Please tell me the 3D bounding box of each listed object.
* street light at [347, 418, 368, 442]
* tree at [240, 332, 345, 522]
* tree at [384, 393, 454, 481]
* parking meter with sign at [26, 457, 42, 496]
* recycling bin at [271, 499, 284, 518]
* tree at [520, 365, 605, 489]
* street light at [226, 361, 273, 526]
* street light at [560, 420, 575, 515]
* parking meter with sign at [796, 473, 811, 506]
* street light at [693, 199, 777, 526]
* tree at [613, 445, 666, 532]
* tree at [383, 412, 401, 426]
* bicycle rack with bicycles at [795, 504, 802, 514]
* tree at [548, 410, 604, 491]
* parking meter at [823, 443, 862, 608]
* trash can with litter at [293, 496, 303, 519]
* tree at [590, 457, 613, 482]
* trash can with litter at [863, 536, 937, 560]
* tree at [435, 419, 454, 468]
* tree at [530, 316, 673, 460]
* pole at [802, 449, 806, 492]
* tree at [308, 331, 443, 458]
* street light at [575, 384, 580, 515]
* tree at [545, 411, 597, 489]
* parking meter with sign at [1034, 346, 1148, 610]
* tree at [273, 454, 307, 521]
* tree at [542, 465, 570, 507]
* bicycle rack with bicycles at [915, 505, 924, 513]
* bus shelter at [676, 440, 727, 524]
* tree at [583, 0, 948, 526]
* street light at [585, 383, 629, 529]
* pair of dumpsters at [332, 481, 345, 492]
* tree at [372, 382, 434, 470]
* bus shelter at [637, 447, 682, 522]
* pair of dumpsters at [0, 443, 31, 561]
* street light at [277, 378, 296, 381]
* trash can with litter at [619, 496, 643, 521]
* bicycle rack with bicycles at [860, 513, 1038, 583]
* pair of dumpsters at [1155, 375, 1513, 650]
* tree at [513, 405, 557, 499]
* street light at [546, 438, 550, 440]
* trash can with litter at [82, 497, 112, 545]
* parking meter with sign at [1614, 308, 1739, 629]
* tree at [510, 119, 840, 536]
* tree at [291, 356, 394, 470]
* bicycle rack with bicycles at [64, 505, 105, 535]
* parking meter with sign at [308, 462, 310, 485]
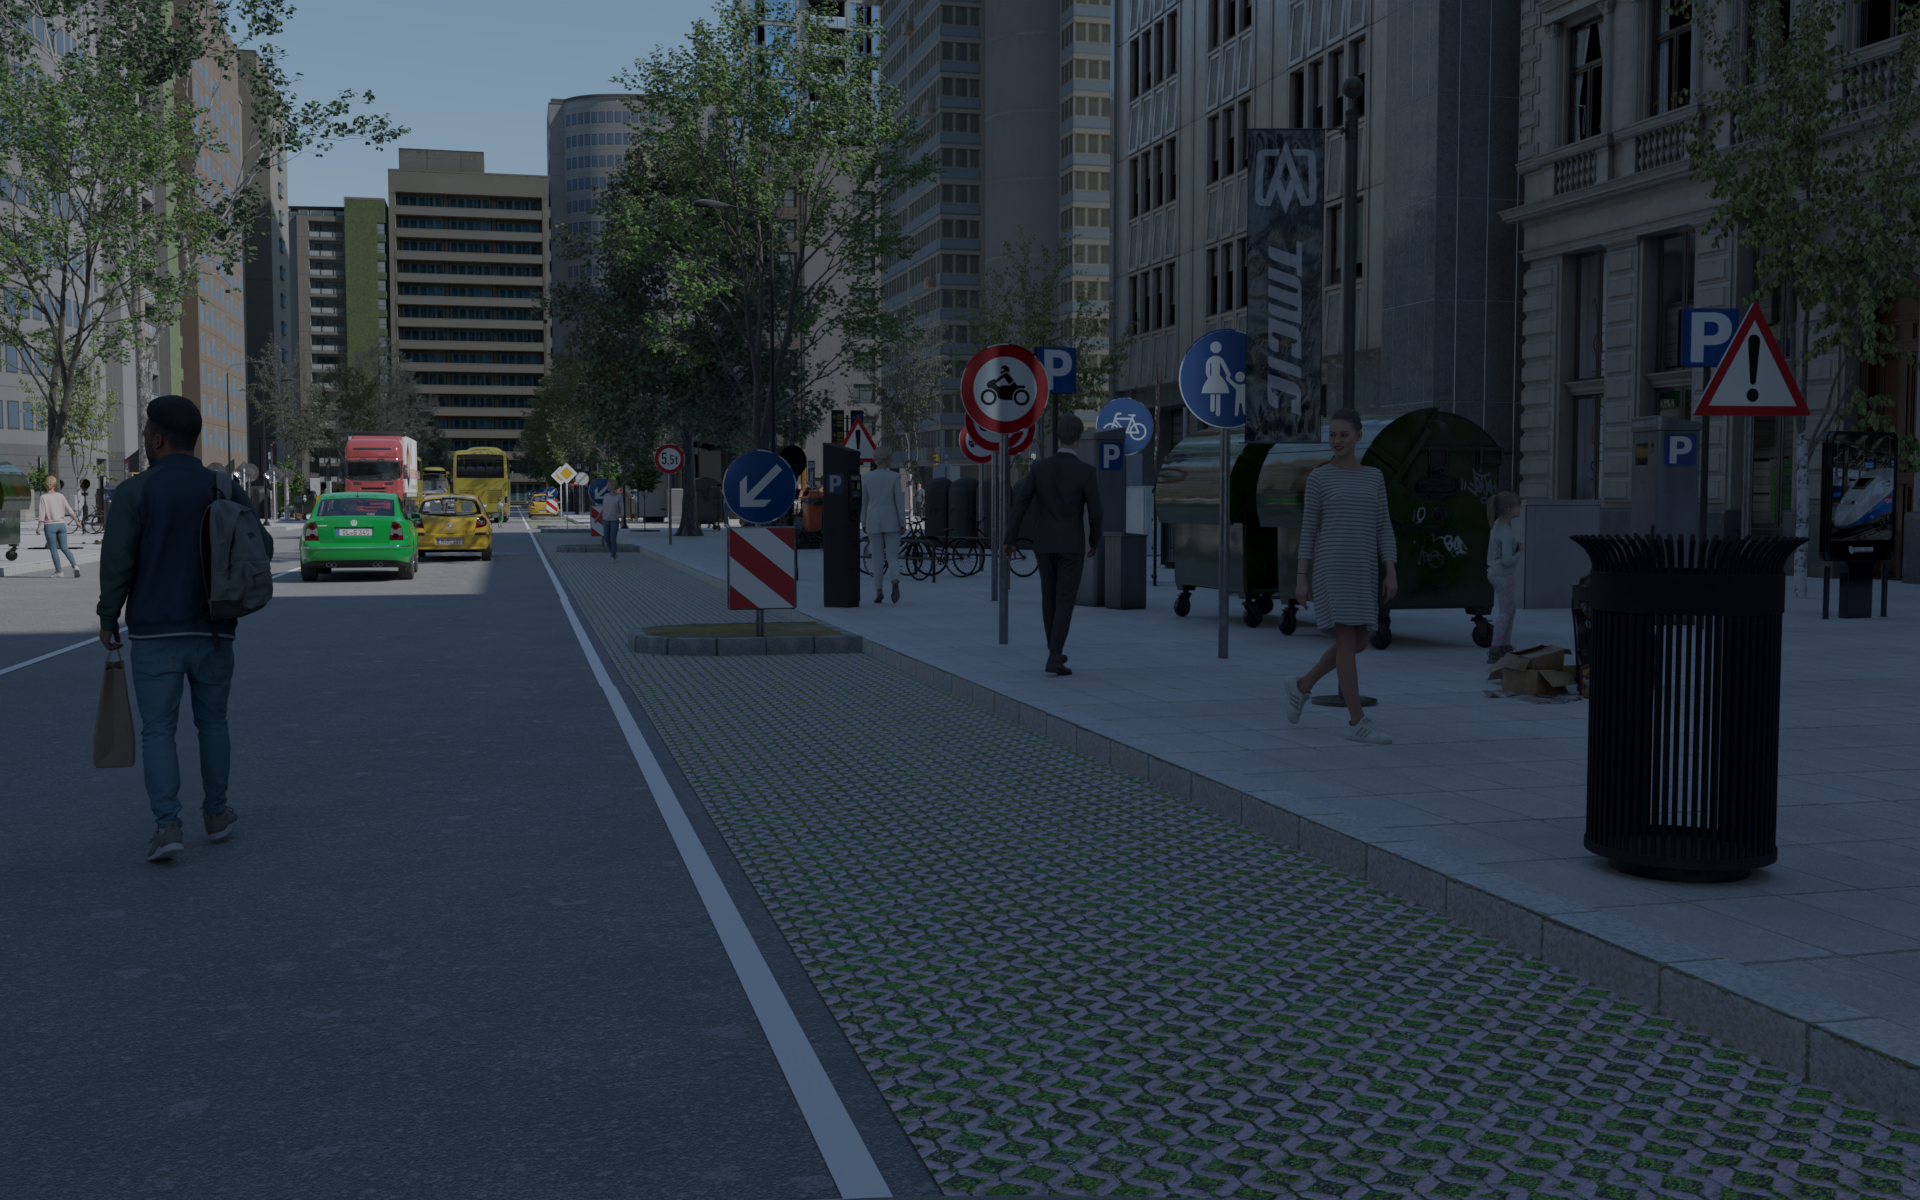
[{"bbox_3d":[-36.563,-8.106,105.078,1.470,5.913,1.316,-1,4,-14],"label":"street light"},{"bbox_3d":[-30.778,-7.909,79.678,4.360,8.622,3.978,0,3,0],"label":"tree"},{"bbox_3d":[-60.469,-16.784,191.423,9.611,12.733,9.660,0,3,0],"label":"tree"},{"bbox_3d":[-43.850,-5.173,80.840,1.738,3.016,0.543,-2,4,-23],"label":"parking meter with sign"},{"bbox_3d":[-37.634,-5.050,95.125,0.722,1.027,0.722,1,4,17],"label":"recycling bin"},{"bbox_3d":[-35.113,-14.320,152.256,7.486,12.596,7.792,0,3,0],"label":"tree"},{"bbox_3d":[-24.961,-5.381,60.522,1.470,5.913,1.316,-1,4,-14],"label":"street light"},{"bbox_3d":[-24.542,-8.300,108.253,1.470,5.913,1.316,-1,4,-14],"label":"street light"},{"bbox_3d":[-9.252,-6.571,103.701,0.543,3.016,1.738,-1,4,-23],"label":"parking meter with sign"},{"bbox_3d":[-3.528,-3.368,27.604,1.470,5.913,1.316,-1,4,-14],"label":"street light"},{"bbox_3d":[-10.829,-3.955,59.260,1.663,3.219,1.824,0,3,0],"label":"tree"},{"bbox_3d":[-49.984,-12.290,151.296,4.360,8.622,3.978,0,3,0],"label":"tree"},{"bbox_3d":[-11.826,-6.659,122.252,2.925,0.926,2.852,-1,4,-12],"label":"bicycle rack with bicycles"},{"bbox_3d":[-29.878,-11.252,134.326,4.360,8.622,3.978,0,3,0],"label":"tree"},{"bbox_3d":[-1.332,-0.851,19.632,0.399,1.863,0.255,2,4,29],"label":"parking meter"},{"bbox_3d":[-33.436,-4.675,87.824,0.624,1.170,1.055,-2,4,-27],"label":"trash can with litter"},{"bbox_3d":[-15.663,-5.040,77.009,1.663,3.219,1.824,0,3,0],"label":"tree"},{"bbox_3d":[-1.291,-1.432,34.464,1.678,1.210,2.233,-2,4,-34],"label":"trash can with litter"},{"bbox_3d":[-65.438,-17.119,214.309,7.601,10.594,8.767,-2,4,-28],"label":"tree"},{"bbox_3d":[-17.779,-9.274,86.042,7.601,10.594,8.767,-1,4,-18],"label":"tree"},{"bbox_3d":[-7.098,-5.207,78.972,0.158,3.312,0.155,0,3,0],"label":"pole"},{"bbox_3d":[-43.864,-13.434,130.019,12.009,13.543,11.850,0,3,0],"label":"tree"},{"bbox_3d":[-15.305,-6.126,72.703,1.470,5.913,1.316,-1,4,-14],"label":"street light"},{"bbox_3d":[-31.724,-11.600,140.018,4.737,8.622,4.395,0,3,0],"label":"tree"},{"bbox_3d":[1.535,-1.445,19.887,0.543,3.016,1.738,-2,4,-29],"label":"parking meter with sign"},{"bbox_3d":[-32.454,-5.469,84.025,1.663,3.219,1.824,0,3,0],"label":"tree"},{"bbox_3d":[-38.410,-11.150,166.008,4.285,4.588,4.351,0,3,0],"label":"tree"},{"bbox_3d":[-0.876,-4.317,83.970,2.852,0.926,2.925,-1,4,-10],"label":"bicycle rack with bicycles"},{"bbox_3d":[-11.579,-5.289,77.757,1.731,3.624,6.357,-1,4,-15],"label":"bus shelter"},{"bbox_3d":[-4.158,-6.777,36.556,9.928,11.665,9.643,0,3,0],"label":"tree"},{"bbox_3d":[-12.906,-5.570,63.609,1.470,5.913,1.316,-1,4,-14],"label":"street light"},{"bbox_3d":[-39.250,-6.623,110.786,1.574,2.255,4.437,-1,4,-14],"label":"pair of dumpsters"},{"bbox_3d":[-56.613,-15.725,175.235,7.486,12.596,7.792,0,3,0],"label":"tree"},{"bbox_3d":[-13.285,-5.049,76.467,2.014,3.302,5.546,-1,4,-15],"label":"bus shelter"},{"bbox_3d":[-18.049,-1.747,31.051,1.574,2.255,4.437,-1,4,-15],"label":"pair of dumpsters"},{"bbox_3d":[-27.334,-5.932,69.525,1.470,5.913,1.316,-1,4,-14],"label":"street light"},{"bbox_3d":[-15.491,-4.391,82.847,1.678,1.210,2.233,0,4,2],"label":"trash can with litter"},{"bbox_3d":[-0.588,-0.803,26.518,2.925,0.926,2.852,3,4,38],"label":"bicycle rack with bicycles"},{"bbox_3d":[3.350,-0.840,16.234,1.574,2.255,4.437,-1,4,-15],"label":"pair of dumpsters"},{"bbox_3d":[-48.328,-18.167,207.406,12.009,13.543,11.850,0,3,0],"label":"tree"},{"bbox_3d":[-33.758,-10.513,144.428,1.470,5.913,1.316,-1,4,-14],"label":"street light"},{"bbox_3d":[-21.779,-2.063,44.792,1.678,1.210,2.233,-1,4,-14],"label":"trash can with litter"},{"bbox_3d":[7.011,-1.279,17.180,0.543,3.016,1.738,0,4,-1],"label":"parking meter with sign"},{"bbox_3d":[-8.328,-8.312,52.906,9.611,12.733,9.660,0,3,0],"label":"tree"},{"bbox_3d":[-42.178,-11.249,118.332,8.767,10.594,7.601,1,4,19],"label":"tree"},{"bbox_3d":[-27.431,-2.595,55.808,2.925,0.926,2.852,-2,4,-24],"label":"bicycle rack with bicycles"},{"bbox_3d":[-35.189,-5.995,94.278,0.543,3.016,1.738,-2,4,-25],"label":"parking meter with sign"}]
